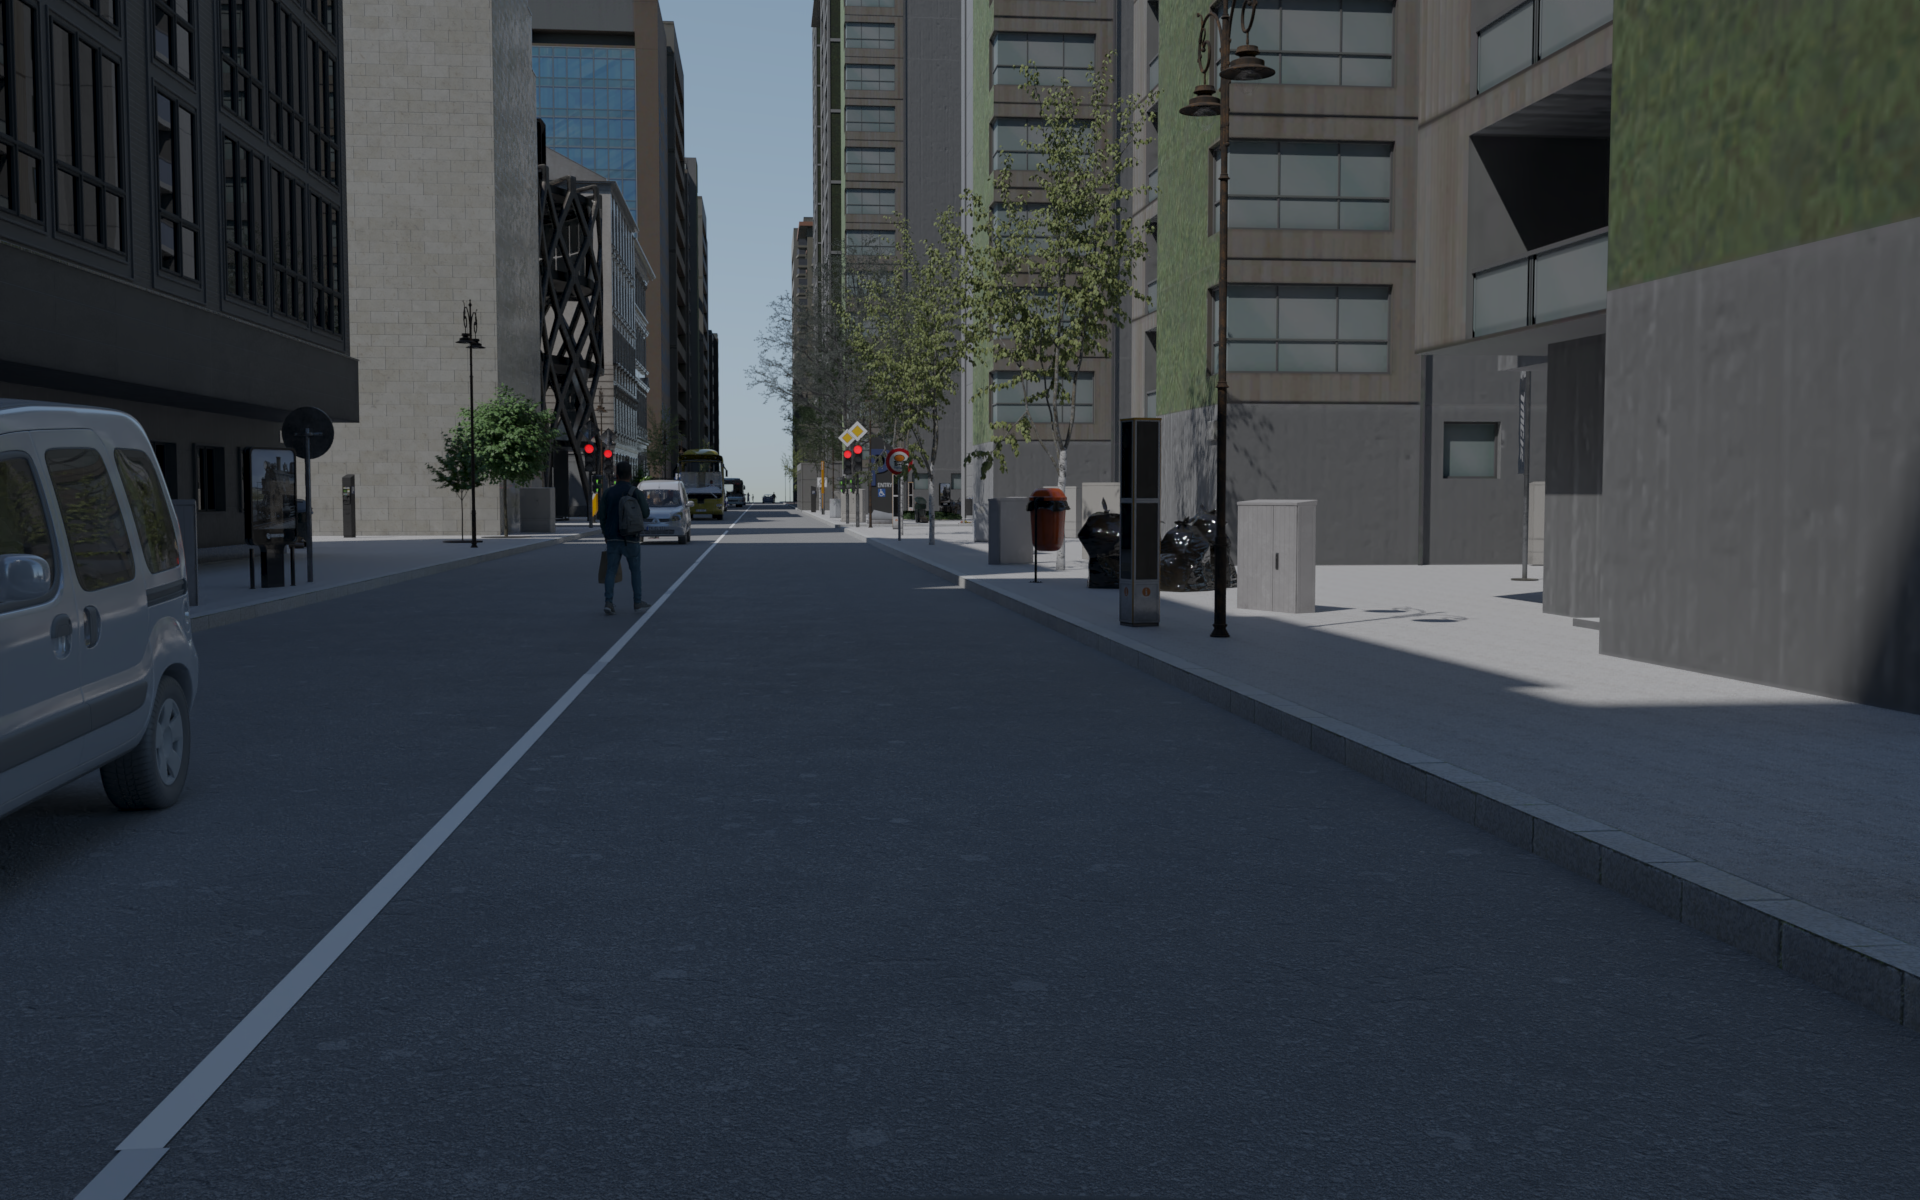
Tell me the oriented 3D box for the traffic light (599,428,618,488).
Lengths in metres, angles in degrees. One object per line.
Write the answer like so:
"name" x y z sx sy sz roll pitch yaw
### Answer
"traffic light" -14.860 -5.166 73.386 0.839 4.253 0.868 0 4 -6

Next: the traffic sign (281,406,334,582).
"traffic sign" -9.486 -1.535 25.208 0.768 2.556 0.104 0 3 0

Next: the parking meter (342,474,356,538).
"parking meter" -17.934 -2.760 50.829 0.255 1.863 0.399 0 4 2

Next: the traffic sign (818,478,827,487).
"traffic sign" -8.583 -6.468 107.888 0.606 2.300 0.079 0 4 -3

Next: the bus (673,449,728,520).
"bus" -14.680 -6.540 98.471 2.896 3.916 12.252 0 4 -8

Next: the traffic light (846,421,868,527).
"traffic light" -3.959 -4.751 66.605 0.839 4.253 0.868 0 4 -6

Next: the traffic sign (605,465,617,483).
"traffic sign" -15.380 -4.701 76.959 0.768 2.556 0.104 0 4 -1

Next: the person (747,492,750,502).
"person" -36.702 -17.811 300.373 0.621 1.740 0.551 2 4 27

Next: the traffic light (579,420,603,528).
"traffic light" -13.954 -4.681 65.452 0.839 4.253 0.868 0 4 -6

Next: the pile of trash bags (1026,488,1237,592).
"pile of trash bags" 2.278 -0.887 24.250 3.447 1.369 1.912 3 5 43

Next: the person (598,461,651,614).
"person" -4.060 -0.746 20.687 0.794 1.824 0.713 1 4 22

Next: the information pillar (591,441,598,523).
"information pillar" -16.103 -5.191 76.221 0.183 3.616 0.504 -3 4 -38

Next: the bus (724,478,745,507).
"bus" -25.401 -12.057 191.986 2.948 3.499 13.247 -1 4 -8

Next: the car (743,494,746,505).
"car" -28.360 -12.981 220.915 2.281 1.827 5.304 0 4 -6

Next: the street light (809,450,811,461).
"street light" -12.873 -10.772 148.907 0.468 5.910 1.993 0 4 -6

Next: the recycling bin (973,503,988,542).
"recycling bin" 0.725 -2.072 46.435 0.722 1.027 0.722 0 4 -2

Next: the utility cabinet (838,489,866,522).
"utility cabinet" -4.809 -4.242 78.034 1.173 1.500 0.318 2 4 31

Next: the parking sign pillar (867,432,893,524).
"parking sign pillar" -3.291 -5.268 74.611 1.447 3.967 1.447 2 4 24

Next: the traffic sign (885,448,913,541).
"traffic sign" -1.664 -2.903 47.564 0.768 2.556 0.104 0 4 -5

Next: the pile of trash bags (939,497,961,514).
"pile of trash bags" 0.277 -5.765 104.006 3.447 1.369 1.912 3 5 39

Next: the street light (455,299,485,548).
"street light" -11.620 -4.187 41.253 0.468 5.910 1.993 0 4 -6

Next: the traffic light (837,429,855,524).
"traffic light" -4.865 -5.237 74.538 0.839 4.253 0.868 0 4 -6

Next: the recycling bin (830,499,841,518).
"recycling bin" -6.536 -4.919 92.980 0.722 1.027 0.722 -2 4 -27

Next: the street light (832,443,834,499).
"street light" -7.247 -7.716 98.939 0.468 5.910 1.993 0 4 -6

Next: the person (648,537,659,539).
"person" -9.817 -2.615 55.541 0.394 1.301 0.425 0 4 7

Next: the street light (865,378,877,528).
"street light" -3.406 -5.687 65.775 0.468 5.910 1.993 0 4 -6

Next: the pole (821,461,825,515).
"pole" -8.489 -6.941 107.328 0.158 3.312 0.155 0 3 0

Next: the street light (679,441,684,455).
"street light" -24.018 -10.817 149.642 0.468 5.910 1.993 0 4 -6

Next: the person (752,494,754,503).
"person" -34.269 -16.799 286.429 0.557 1.426 1.065 -2 4 -28

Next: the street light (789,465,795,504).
"street light" -21.548 -15.420 224.900 0.468 5.910 1.993 0 4 -6

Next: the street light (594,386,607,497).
"street light" -15.333 -6.198 74.132 0.468 5.910 1.993 0 4 -6

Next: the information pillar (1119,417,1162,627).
"information pillar" 1.747 -0.753 16.808 0.304 2.012 0.304 -1 4 -21

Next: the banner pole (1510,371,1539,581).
"banner pole" 8.405 -2.189 25.813 0.401 3.779 0.863 0 4 7

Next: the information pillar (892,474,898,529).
"information pillar" -2.284 -3.574 62.922 0.304 2.012 0.304 0 4 8

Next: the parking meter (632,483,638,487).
"parking meter" -16.893 -5.159 90.066 0.255 1.863 0.399 -1 4 -22

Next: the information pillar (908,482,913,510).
"information pillar" -3.048 -6.268 106.980 0.304 2.012 0.304 0 4 -5

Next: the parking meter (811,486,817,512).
"parking meter" -10.193 -7.038 120.774 0.399 1.863 0.255 0 4 -3

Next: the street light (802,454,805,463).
"street light" -15.817 -12.369 175.018 0.468 5.910 1.993 0 4 -6

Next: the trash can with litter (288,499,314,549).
"trash can with litter" -15.672 -1.818 41.117 0.624 1.170 1.055 -1 4 -20

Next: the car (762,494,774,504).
"car" -28.779 -15.164 259.940 2.014 1.417 4.499 0 4 -5

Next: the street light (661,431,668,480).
"street light" -21.131 -9.262 124.218 0.468 5.910 1.993 0 4 -6

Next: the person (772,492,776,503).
"person" -28.427 -15.641 264.776 0.990 1.755 0.434 3 4 36

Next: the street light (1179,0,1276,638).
"street light" 2.334 -2.605 15.374 0.468 5.910 1.993 0 4 -6

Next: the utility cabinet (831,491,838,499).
"utility cabinet" -8.913 -7.307 128.150 1.173 1.500 0.318 -1 4 -13

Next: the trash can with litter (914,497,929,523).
"trash can with litter" -1.625 -4.001 76.806 0.624 1.170 1.055 -1 4 -23

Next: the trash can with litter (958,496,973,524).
"trash can with litter" 0.877 -3.952 75.676 2.233 1.210 1.678 -1 4 -12

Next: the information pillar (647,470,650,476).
"information pillar" -26.093 -9.383 144.774 0.504 3.616 0.183 3 5 42
